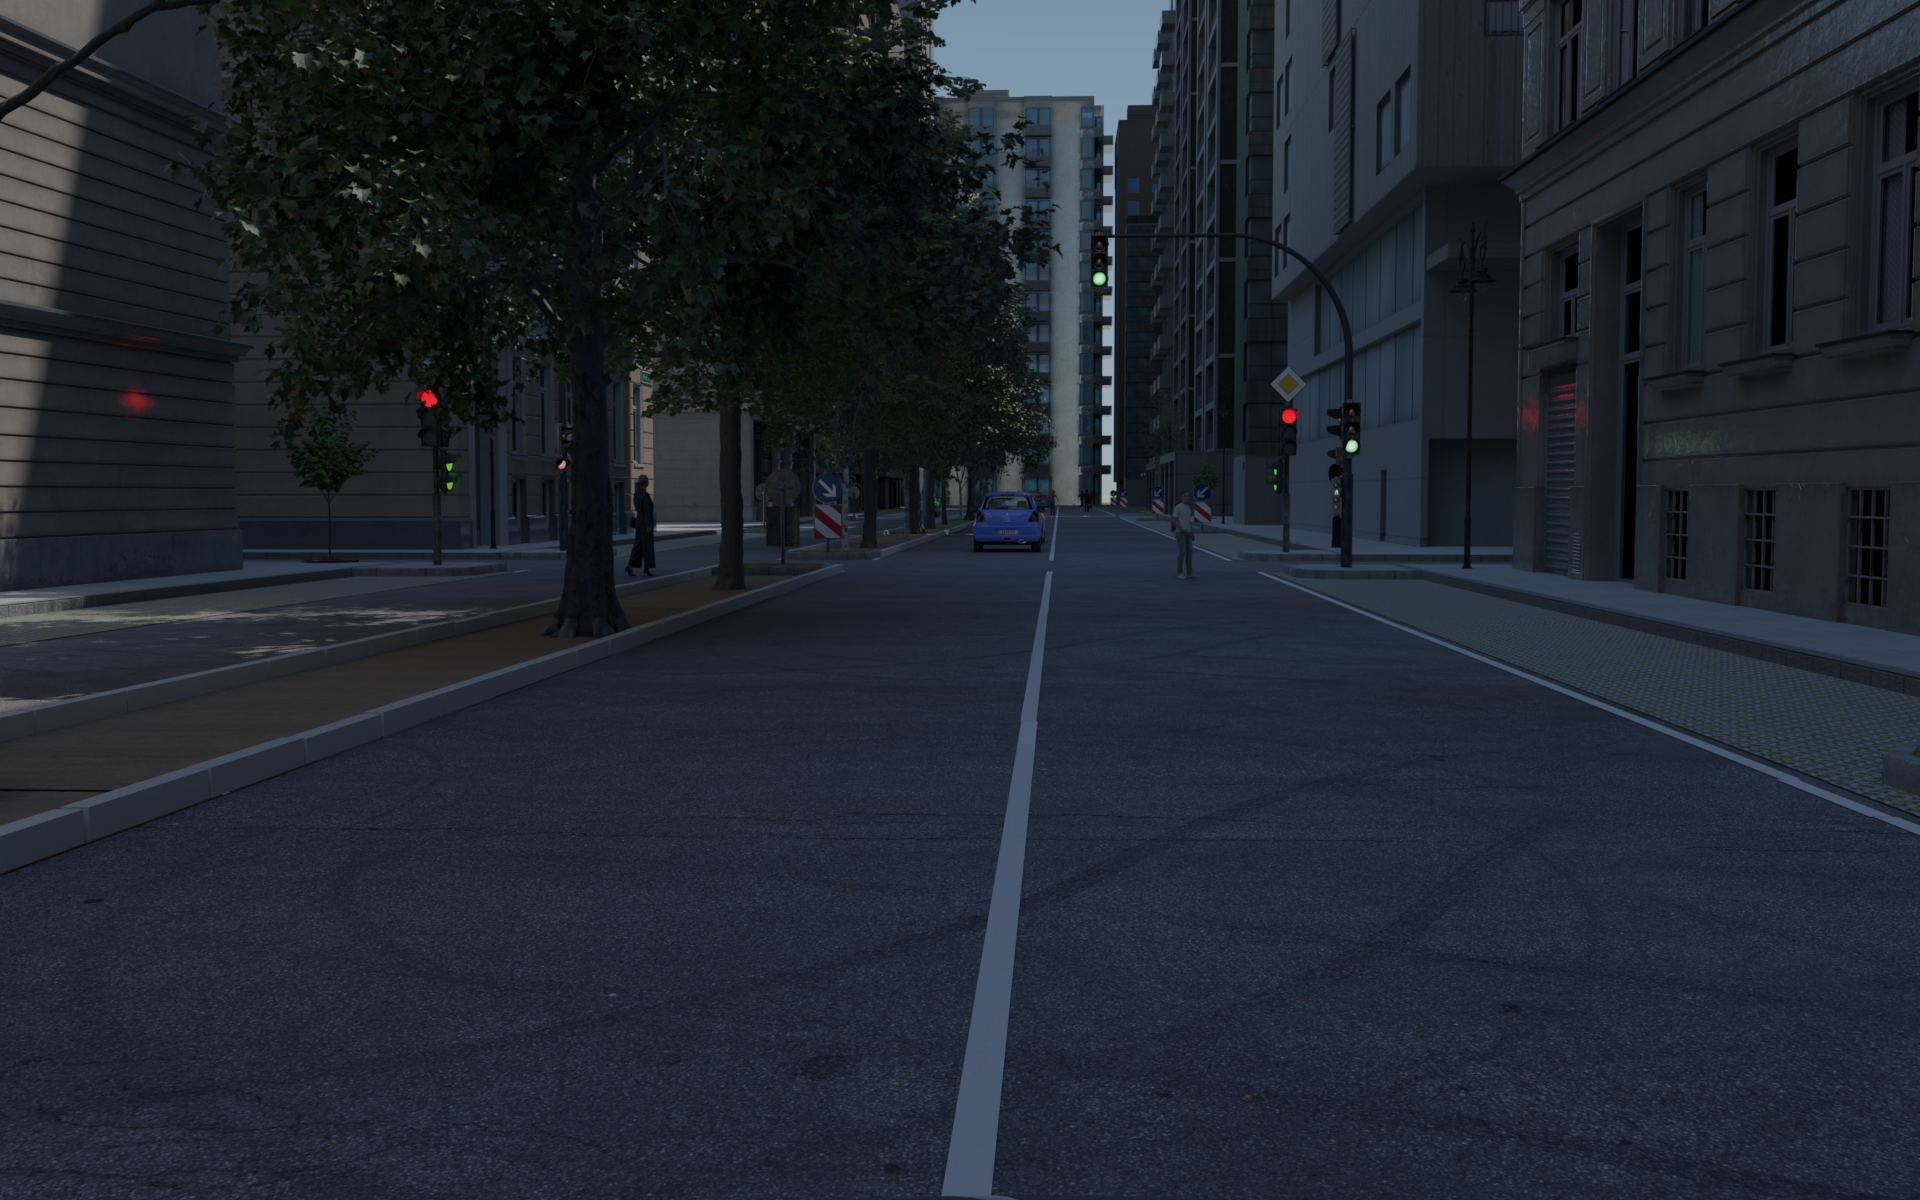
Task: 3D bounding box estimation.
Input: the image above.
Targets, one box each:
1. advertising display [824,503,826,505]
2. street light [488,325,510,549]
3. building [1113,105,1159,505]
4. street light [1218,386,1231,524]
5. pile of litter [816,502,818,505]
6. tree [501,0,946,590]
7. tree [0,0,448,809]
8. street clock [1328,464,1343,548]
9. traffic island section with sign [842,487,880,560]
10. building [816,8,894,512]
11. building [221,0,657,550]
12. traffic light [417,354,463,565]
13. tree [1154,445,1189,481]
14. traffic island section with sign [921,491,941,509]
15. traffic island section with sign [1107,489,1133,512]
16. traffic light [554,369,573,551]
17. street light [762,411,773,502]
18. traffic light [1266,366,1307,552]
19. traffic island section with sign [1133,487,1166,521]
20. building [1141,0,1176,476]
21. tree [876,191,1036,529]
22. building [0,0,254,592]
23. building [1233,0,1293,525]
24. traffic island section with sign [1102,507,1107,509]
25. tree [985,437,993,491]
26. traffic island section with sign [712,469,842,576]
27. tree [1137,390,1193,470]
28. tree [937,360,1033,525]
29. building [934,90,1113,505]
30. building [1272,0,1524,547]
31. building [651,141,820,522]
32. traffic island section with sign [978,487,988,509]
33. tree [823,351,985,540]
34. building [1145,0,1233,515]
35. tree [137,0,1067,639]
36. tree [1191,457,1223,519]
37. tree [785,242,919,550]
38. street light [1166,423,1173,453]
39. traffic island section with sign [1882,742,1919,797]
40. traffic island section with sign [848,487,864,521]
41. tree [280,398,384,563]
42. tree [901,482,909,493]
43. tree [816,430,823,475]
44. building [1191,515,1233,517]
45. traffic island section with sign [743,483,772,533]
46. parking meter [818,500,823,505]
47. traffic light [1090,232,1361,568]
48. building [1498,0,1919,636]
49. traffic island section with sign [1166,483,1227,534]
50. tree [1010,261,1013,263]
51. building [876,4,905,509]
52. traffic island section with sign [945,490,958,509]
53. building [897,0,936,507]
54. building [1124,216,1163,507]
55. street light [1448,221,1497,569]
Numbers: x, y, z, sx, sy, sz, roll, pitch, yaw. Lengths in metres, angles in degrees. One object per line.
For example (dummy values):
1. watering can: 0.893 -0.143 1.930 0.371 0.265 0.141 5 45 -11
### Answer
1. advertising display: -7.302 -5.453 94.373 0.123 1.923 0.974 -1 4 -11
2. street light: -10.943 -4.138 40.445 0.468 5.910 1.993 0 4 3
3. building: 25.307 -33.782 202.449 14.200 45.320 14.600 0 4 3
4. street light: 11.287 -6.195 74.076 0.468 5.910 1.993 0 4 3
5. pile of litter: -9.265 -5.863 109.817 1.719 0.858 1.176 1 4 14
6. tree: -3.510 -6.445 25.968 7.486 12.596 7.792 0 3 0
7. tree: -4.812 -4.853 7.557 9.928 11.665 9.643 0 3 0
8. street clock: 9.011 -2.249 41.344 0.358 2.002 0.471 -1 4 -22
9. traffic island section with sign: -2.852 -1.859 38.528 2.006 1.907 1.989 0 4 3
10. building: -16.677 -28.996 128.708 22.147 44.769 28.867 0 4 3
11. building: -17.141 -16.095 49.059 13.634 28.700 20.117 0 4 3
12. traffic light: -9.404 -2.581 31.116 0.839 4.253 0.868 0 4 3
13. tree: 14.619 -8.079 115.810 4.285 4.588 4.351 0 3 0
14. traffic island section with sign: -2.795 -8.084 140.797 1.989 1.847 2.006 0 4 3
15. traffic island section with sign: 13.100 -8.038 140.047 1.989 1.847 2.006 0 4 3
16. traffic light: -6.851 -3.935 39.003 4.771 5.953 1.251 0 4 3
17. street light: -8.731 -6.483 78.793 0.468 5.910 1.993 0 4 3
18. traffic light: 7.191 -3.013 38.177 0.839 4.253 0.868 0 4 3
19. traffic island section with sign: 10.304 -5.066 91.463 1.989 1.847 2.006 0 4 3
20. building: 28.974 -32.927 157.967 23.786 49.044 30.456 0 4 3
21. tree: -1.343 -9.882 70.683 9.857 13.997 8.962 0 3 0
22. building: -29.364 -12.562 24.467 34.723 24.649 14.460 0 4 3
23. building: 19.154 -18.673 76.999 14.160 30.474 14.107 0 4 3
24. traffic island section with sign: 14.664 -9.689 167.047 1.989 1.847 2.006 0 4 3
25. tree: 0.067 -8.180 86.564 4.737 8.622 4.395 0 3 0
26. traffic island section with sign: -3.288 -1.407 31.133 2.006 1.907 1.989 0 4 3
27. tree: 14.532 -10.411 120.588 4.360 8.622 3.978 0 3 0
28. tree: -0.676 -8.771 80.279 8.767 10.594 7.601 0 4 3
29. building: 2.915 -35.997 208.157 30.456 49.044 23.786 0 4 3
30. building: 23.987 -28.218 50.611 27.495 52.752 28.713 0 4 3
31. building: -13.734 -13.975 79.399 10.553 20.767 40.483 0 4 3
32. traffic island section with sign: 1.462 -6.447 113.543 2.006 1.907 1.989 0 4 3
33. tree: -1.610 -6.122 52.918 4.737 8.622 4.395 0 3 0
34. building: 25.095 -42.410 131.650 20.563 71.187 20.611 0 4 3
35. tree: -3.742 -5.986 17.331 9.611 12.733 9.660 0 3 0
36. tree: 12.794 -5.868 90.545 1.663 3.219 1.824 0 3 0
37. tree: -2.659 -5.336 40.055 4.360 8.622 3.978 0 3 0
38. street light: 13.554 -8.525 112.174 0.468 5.910 1.993 0 4 3
39. traffic island section with sign: 5.499 0.040 7.976 1.989 1.847 2.006 0 4 3
40. traffic island section with sign: -5.616 -5.100 92.017 1.989 1.847 2.006 0 4 3
41. tree: -12.001 -2.324 32.595 1.663 3.219 1.824 0 3 0
42. tree: -4.524 -10.261 162.375 1.663 3.219 1.824 0 3 0
43. tree: -7.895 -9.833 111.127 4.737 8.622 4.395 0 3 0
44. building: 22.716 -40.529 100.906 20.563 71.187 20.611 0 4 3
45. traffic island section with sign: -7.231 -3.372 63.768 1.989 1.847 2.006 0 4 3
46. parking meter: -9.101 -6.411 113.236 0.372 1.533 0.369 0 3 0
47. traffic light: 4.638 -3.395 30.184 4.771 5.953 1.251 0 4 3
48. building: 15.892 -11.075 14.365 16.112 22.955 30.059 0 4 3
49. traffic island section with sign: 8.691 -3.346 63.342 1.989 1.847 2.006 0 4 3
50. tree: -2.481 -7.667 45.947 7.486 12.596 7.792 0 3 0
51. building: -12.345 -30.584 150.152 14.600 45.320 14.200 0 4 3
52. traffic island section with sign: -1.192 -9.789 168.679 1.989 1.847 2.006 0 4 3
53. building: -13.578 -45.357 179.845 20.611 71.187 20.563 0 4 3
54. building: 24.186 -25.049 181.247 14.160 30.474 14.107 0 4 3
55. street light: 8.721 -3.475 29.611 0.468 5.910 1.993 0 4 3
